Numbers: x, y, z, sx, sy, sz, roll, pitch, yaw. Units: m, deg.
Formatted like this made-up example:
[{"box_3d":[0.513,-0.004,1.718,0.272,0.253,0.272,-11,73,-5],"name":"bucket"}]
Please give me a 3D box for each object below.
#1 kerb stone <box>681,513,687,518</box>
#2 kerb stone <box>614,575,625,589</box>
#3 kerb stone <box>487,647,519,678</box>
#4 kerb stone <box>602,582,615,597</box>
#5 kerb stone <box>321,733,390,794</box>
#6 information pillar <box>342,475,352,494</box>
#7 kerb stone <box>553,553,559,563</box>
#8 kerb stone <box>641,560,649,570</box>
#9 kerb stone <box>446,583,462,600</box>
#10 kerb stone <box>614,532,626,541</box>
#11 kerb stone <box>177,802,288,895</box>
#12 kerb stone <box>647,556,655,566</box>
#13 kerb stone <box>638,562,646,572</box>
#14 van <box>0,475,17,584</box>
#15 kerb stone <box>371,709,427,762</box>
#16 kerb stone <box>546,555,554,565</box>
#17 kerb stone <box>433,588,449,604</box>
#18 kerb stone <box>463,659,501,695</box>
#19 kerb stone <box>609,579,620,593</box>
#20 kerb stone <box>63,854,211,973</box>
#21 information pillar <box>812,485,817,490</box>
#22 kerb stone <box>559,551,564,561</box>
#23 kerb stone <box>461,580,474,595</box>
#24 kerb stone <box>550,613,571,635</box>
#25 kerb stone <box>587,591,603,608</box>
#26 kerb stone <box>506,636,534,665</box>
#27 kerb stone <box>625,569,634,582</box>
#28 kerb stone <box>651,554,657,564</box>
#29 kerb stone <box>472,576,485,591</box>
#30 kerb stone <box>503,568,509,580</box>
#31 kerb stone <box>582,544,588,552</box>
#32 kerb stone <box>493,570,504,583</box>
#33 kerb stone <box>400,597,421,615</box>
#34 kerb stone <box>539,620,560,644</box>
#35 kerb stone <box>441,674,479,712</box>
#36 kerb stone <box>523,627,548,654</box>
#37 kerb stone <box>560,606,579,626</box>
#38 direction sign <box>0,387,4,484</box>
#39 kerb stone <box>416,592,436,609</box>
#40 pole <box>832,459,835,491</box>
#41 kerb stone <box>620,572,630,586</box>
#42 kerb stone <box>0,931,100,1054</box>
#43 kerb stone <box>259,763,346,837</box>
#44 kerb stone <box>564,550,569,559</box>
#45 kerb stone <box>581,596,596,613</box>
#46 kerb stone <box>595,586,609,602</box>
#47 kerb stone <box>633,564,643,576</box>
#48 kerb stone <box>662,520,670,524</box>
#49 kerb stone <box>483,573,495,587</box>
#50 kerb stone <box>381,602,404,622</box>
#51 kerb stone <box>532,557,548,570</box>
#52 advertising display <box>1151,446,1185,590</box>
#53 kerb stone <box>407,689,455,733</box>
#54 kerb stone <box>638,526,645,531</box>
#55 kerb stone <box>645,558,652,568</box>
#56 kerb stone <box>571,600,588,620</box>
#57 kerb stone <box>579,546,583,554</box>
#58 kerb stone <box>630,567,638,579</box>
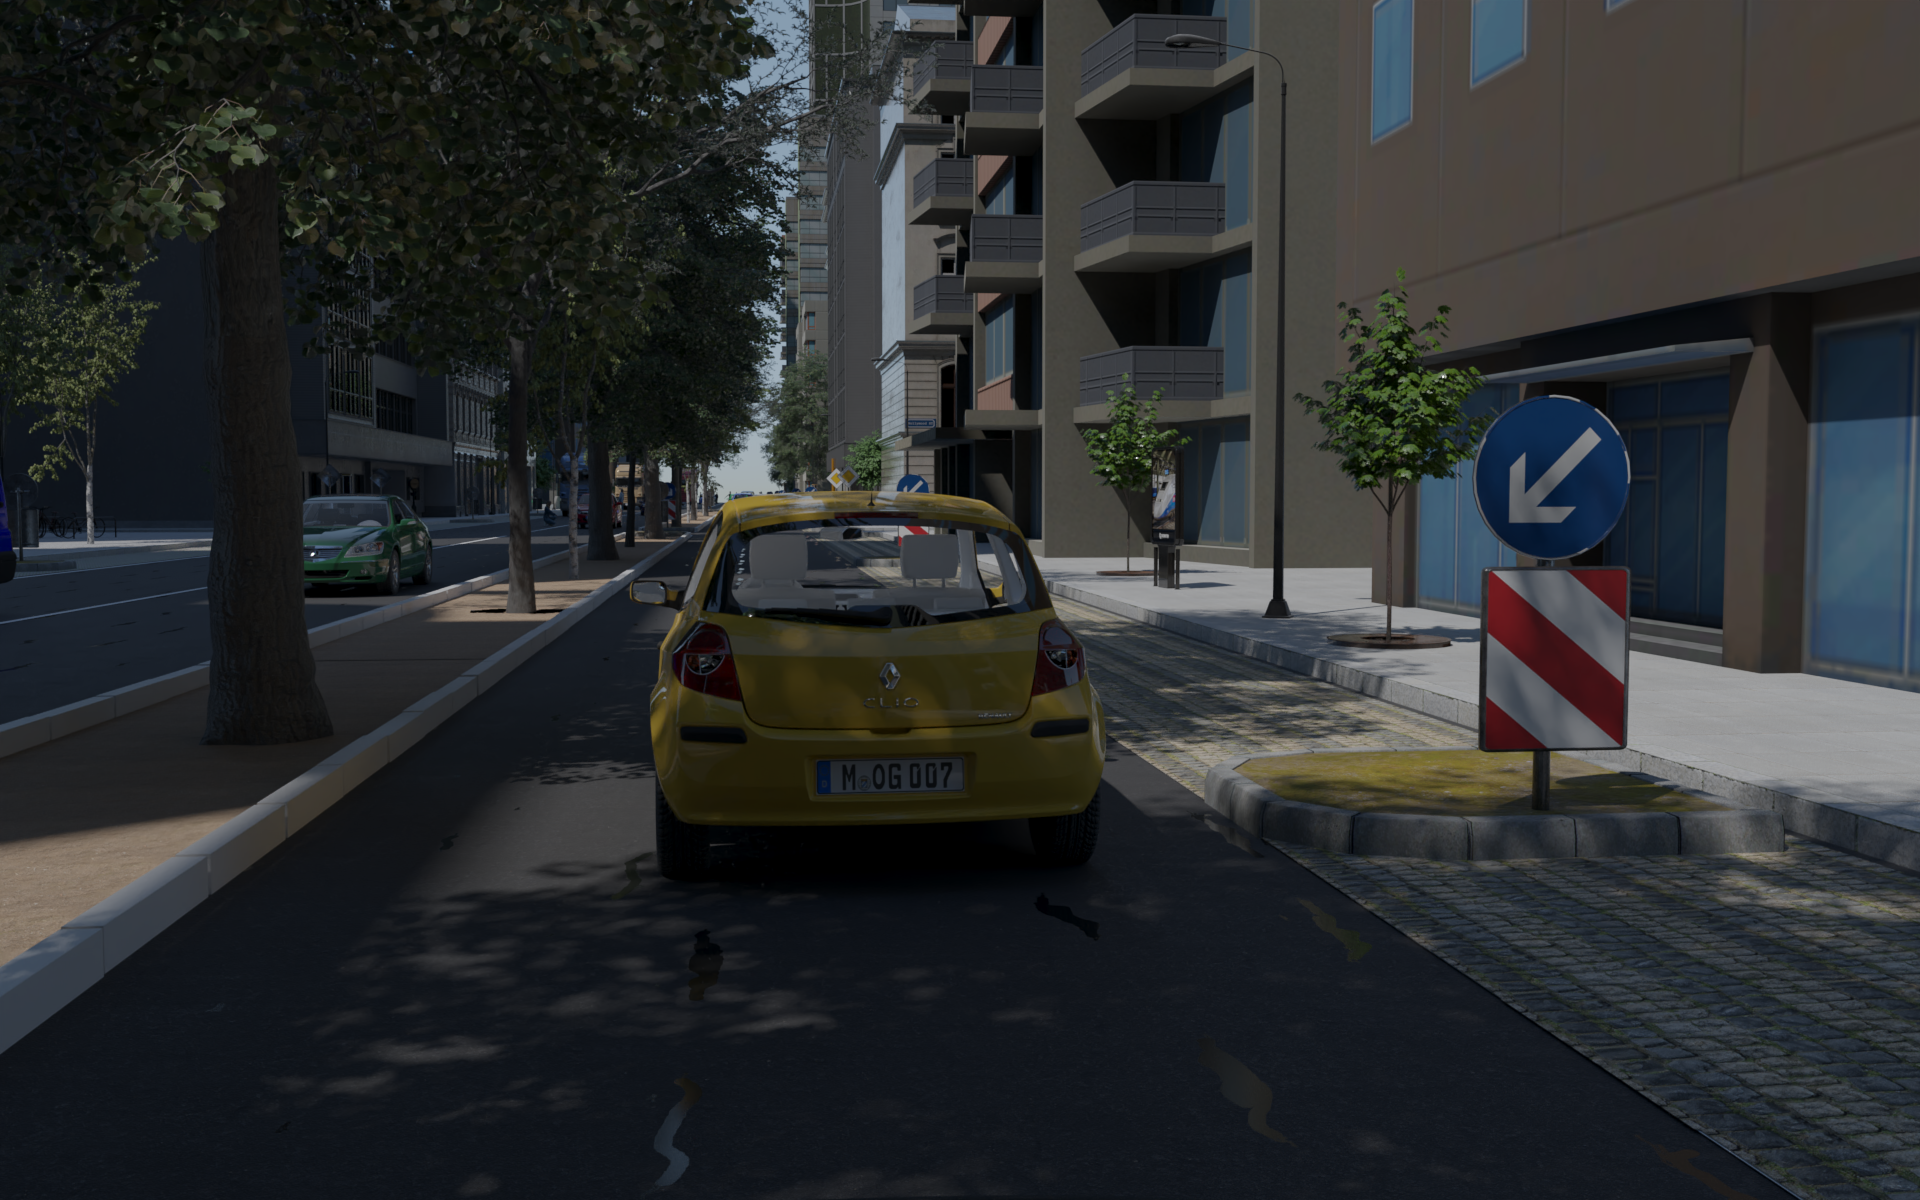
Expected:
[{"box_3d":[-17.638,-5.413,110.790,0.120,0.150,1.000,0,4,-7],"name":"kerb stone"},{"box_3d":[-5.165,-0.235,26.038,0.120,0.150,1.000,0,4,-7],"name":"kerb stone"},{"box_3d":[-3.669,0.513,13.813,0.120,0.150,1.000,0,4,-7],"name":"kerb stone"},{"box_3d":[-4.921,-0.110,23.996,0.120,0.150,1.000,0,4,-7],"name":"kerb stone"},{"box_3d":[-3.049,0.825,8.717,0.120,0.150,1.000,0,4,-7],"name":"kerb stone"},{"box_3d":[-23.366,-3.768,66.096,0.304,2.012,0.304,-1,4,-10],"name":"information pillar"},{"box_3d":[-8.482,-0.841,35.947,0.120,0.150,1.000,0,4,-7],"name":"kerb stone"},{"box_3d":[-5.912,-0.608,32.152,0.120,0.150,1.000,0,4,-7],"name":"kerb stone"},{"box_3d":[-6.991,-0.093,23.709,0.120,0.150,1.000,0,4,-7],"name":"kerb stone"},{"box_3d":[-10.855,-2.021,55.293,0.120,0.150,1.000,0,4,-7],"name":"kerb stone"},{"box_3d":[-2.797,0.952,6.678,0.120,0.150,1.000,0,4,-7],"name":"kerb stone"},{"box_3d":[-6.154,-0.727,34.186,0.120,0.150,1.000,0,4,-7],"name":"kerb stone"},{"box_3d":[-5.784,-0.546,31.130,0.120,0.150,1.000,0,4,-7],"name":"kerb stone"},{"box_3d":[-12.161,-0.858,18.410,2.240,2.365,5.245,0,4,-6],"name":"van"},{"box_3d":[-3.164,0.767,9.733,0.120,0.150,1.000,0,4,-7],"name":"kerb stone"},{"box_3d":[-8.363,-0.774,34.925,0.120,0.150,1.000,0,4,-7],"name":"kerb stone"},{"box_3d":[-6.872,-0.027,22.694,0.120,0.150,1.000,0,4,-7],"name":"kerb stone"},{"box_3d":[-3.539,0.575,12.787,0.120,0.150,1.000,0,4,-7],"name":"kerb stone"},{"box_3d":[-5.040,-0.172,25.014,0.120,0.150,1.000,0,4,-7],"name":"kerb stone"},{"box_3d":[-2.673,1.016,5.655,0.120,0.150,1.000,0,4,-7],"name":"kerb stone"},{"box_3d":[-11.161,-7.853,132.882,0.304,2.012,0.304,-3,5,-42],"name":"information pillar"},{"box_3d":[-8.611,-0.903,36.966,0.120,0.150,1.000,0,4,-7],"name":"kerb stone"},{"box_3d":[-7.122,-0.155,24.723,0.120,0.150,1.000,0,4,-7],"name":"kerb stone"},{"box_3d":[-4.158,0.266,17.888,0.120,0.150,1.000,0,4,-7],"name":"kerb stone"},{"box_3d":[-4.660,0.015,21.951,0.120,0.150,1.000,0,4,-7],"name":"kerb stone"},{"box_3d":[-3.794,0.450,14.833,0.120,0.150,1.000,0,4,-7],"name":"kerb stone"},{"box_3d":[-5.419,-0.360,28.081,0.120,0.150,1.000,0,4,-7],"name":"kerb stone"},{"box_3d":[-6.288,-0.795,35.200,0.120,0.150,1.000,0,4,-7],"name":"kerb stone"},{"box_3d":[-7.241,-0.216,25.752,0.120,0.150,1.000,0,4,-7],"name":"kerb stone"},{"box_3d":[-7.614,-0.404,28.807,0.120,0.150,1.000,0,4,-7],"name":"kerb stone"},{"box_3d":[-9.360,-1.277,43.076,0.120,0.150,1.000,0,4,-7],"name":"kerb stone"},{"box_3d":[-7.482,-0.342,27.787,0.120,0.150,1.000,0,4,-7],"name":"kerb stone"},{"box_3d":[-6.618,0.094,20.664,0.120,0.150,1.000,0,4,-7],"name":"kerb stone"},{"box_3d":[-4.035,0.328,16.873,0.120,0.150,1.000,0,4,-7],"name":"kerb stone"},{"box_3d":[-3.421,0.649,11.763,0.120,0.150,1.000,0,4,-7],"name":"kerb stone"},{"box_3d":[-3.917,0.388,15.848,0.120,0.150,1.000,0,4,-7],"name":"kerb stone"},{"box_3d":[-4.293,0.205,18.901,0.120,0.150,1.000,0,4,-7],"name":"kerb stone"},{"box_3d":[-20.105,-2.712,36.345,0.379,3.537,0.876,-2,4,-27],"name":"direction sign"},{"box_3d":[-6.749,0.032,21.679,0.120,0.150,1.000,0,4,-7],"name":"kerb stone"},{"box_3d":[-7.269,-6.468,99.596,0.158,3.312,0.155,0,3,0],"name":"pole"},{"box_3d":[-5.289,-0.297,27.059,0.120,0.150,1.000,0,4,-7],"name":"kerb stone"},{"box_3d":[-2.541,1.078,4.635,0.120,0.150,1.000,0,4,-7],"name":"kerb stone"},{"box_3d":[-2.921,0.887,7.701,0.120,0.150,1.000,0,4,-7],"name":"kerb stone"},{"box_3d":[-8.734,-0.961,37.981,0.120,0.150,1.000,0,4,-7],"name":"kerb stone"},{"box_3d":[-4.538,0.083,20.936,0.120,0.150,1.000,0,4,-7],"name":"kerb stone"},{"box_3d":[-4.791,-0.047,22.965,0.120,0.150,1.000,0,4,-7],"name":"kerb stone"},{"box_3d":[-5.656,-0.483,30.116,0.120,0.150,1.000,0,4,-7],"name":"kerb stone"},{"box_3d":[-14.655,-3.920,86.377,0.120,0.150,1.000,0,4,-7],"name":"kerb stone"},{"box_3d":[-7.364,-0.278,26.767,0.120,0.150,1.000,0,4,-7],"name":"kerb stone"},{"box_3d":[-6.496,0.156,19.646,0.120,0.150,1.000,0,4,-7],"name":"kerb stone"},{"box_3d":[-8.235,-0.713,33.900,0.120,0.150,1.000,0,4,-7],"name":"kerb stone"},{"box_3d":[2.823,-1.125,23.614,0.123,1.923,0.974,-1,4,-14],"name":"advertising display"},{"box_3d":[-3.296,0.701,10.747,0.120,0.150,1.000,0,4,-7],"name":"kerb stone"},{"box_3d":[-12.286,-2.733,67.020,0.120,0.150,1.000,0,4,-7],"name":"kerb stone"},{"box_3d":[-6.038,-0.671,33.170,0.120,0.150,1.000,0,4,-7],"name":"kerb stone"},{"box_3d":[-4.414,0.139,19.916,0.120,0.150,1.000,0,4,-7],"name":"kerb stone"},{"box_3d":[-9.114,-1.152,41.046,0.120,0.150,1.000,0,4,-7],"name":"kerb stone"},{"box_3d":[-5.543,-0.421,29.100,0.120,0.150,1.000,0,4,-7],"name":"kerb stone"}]
